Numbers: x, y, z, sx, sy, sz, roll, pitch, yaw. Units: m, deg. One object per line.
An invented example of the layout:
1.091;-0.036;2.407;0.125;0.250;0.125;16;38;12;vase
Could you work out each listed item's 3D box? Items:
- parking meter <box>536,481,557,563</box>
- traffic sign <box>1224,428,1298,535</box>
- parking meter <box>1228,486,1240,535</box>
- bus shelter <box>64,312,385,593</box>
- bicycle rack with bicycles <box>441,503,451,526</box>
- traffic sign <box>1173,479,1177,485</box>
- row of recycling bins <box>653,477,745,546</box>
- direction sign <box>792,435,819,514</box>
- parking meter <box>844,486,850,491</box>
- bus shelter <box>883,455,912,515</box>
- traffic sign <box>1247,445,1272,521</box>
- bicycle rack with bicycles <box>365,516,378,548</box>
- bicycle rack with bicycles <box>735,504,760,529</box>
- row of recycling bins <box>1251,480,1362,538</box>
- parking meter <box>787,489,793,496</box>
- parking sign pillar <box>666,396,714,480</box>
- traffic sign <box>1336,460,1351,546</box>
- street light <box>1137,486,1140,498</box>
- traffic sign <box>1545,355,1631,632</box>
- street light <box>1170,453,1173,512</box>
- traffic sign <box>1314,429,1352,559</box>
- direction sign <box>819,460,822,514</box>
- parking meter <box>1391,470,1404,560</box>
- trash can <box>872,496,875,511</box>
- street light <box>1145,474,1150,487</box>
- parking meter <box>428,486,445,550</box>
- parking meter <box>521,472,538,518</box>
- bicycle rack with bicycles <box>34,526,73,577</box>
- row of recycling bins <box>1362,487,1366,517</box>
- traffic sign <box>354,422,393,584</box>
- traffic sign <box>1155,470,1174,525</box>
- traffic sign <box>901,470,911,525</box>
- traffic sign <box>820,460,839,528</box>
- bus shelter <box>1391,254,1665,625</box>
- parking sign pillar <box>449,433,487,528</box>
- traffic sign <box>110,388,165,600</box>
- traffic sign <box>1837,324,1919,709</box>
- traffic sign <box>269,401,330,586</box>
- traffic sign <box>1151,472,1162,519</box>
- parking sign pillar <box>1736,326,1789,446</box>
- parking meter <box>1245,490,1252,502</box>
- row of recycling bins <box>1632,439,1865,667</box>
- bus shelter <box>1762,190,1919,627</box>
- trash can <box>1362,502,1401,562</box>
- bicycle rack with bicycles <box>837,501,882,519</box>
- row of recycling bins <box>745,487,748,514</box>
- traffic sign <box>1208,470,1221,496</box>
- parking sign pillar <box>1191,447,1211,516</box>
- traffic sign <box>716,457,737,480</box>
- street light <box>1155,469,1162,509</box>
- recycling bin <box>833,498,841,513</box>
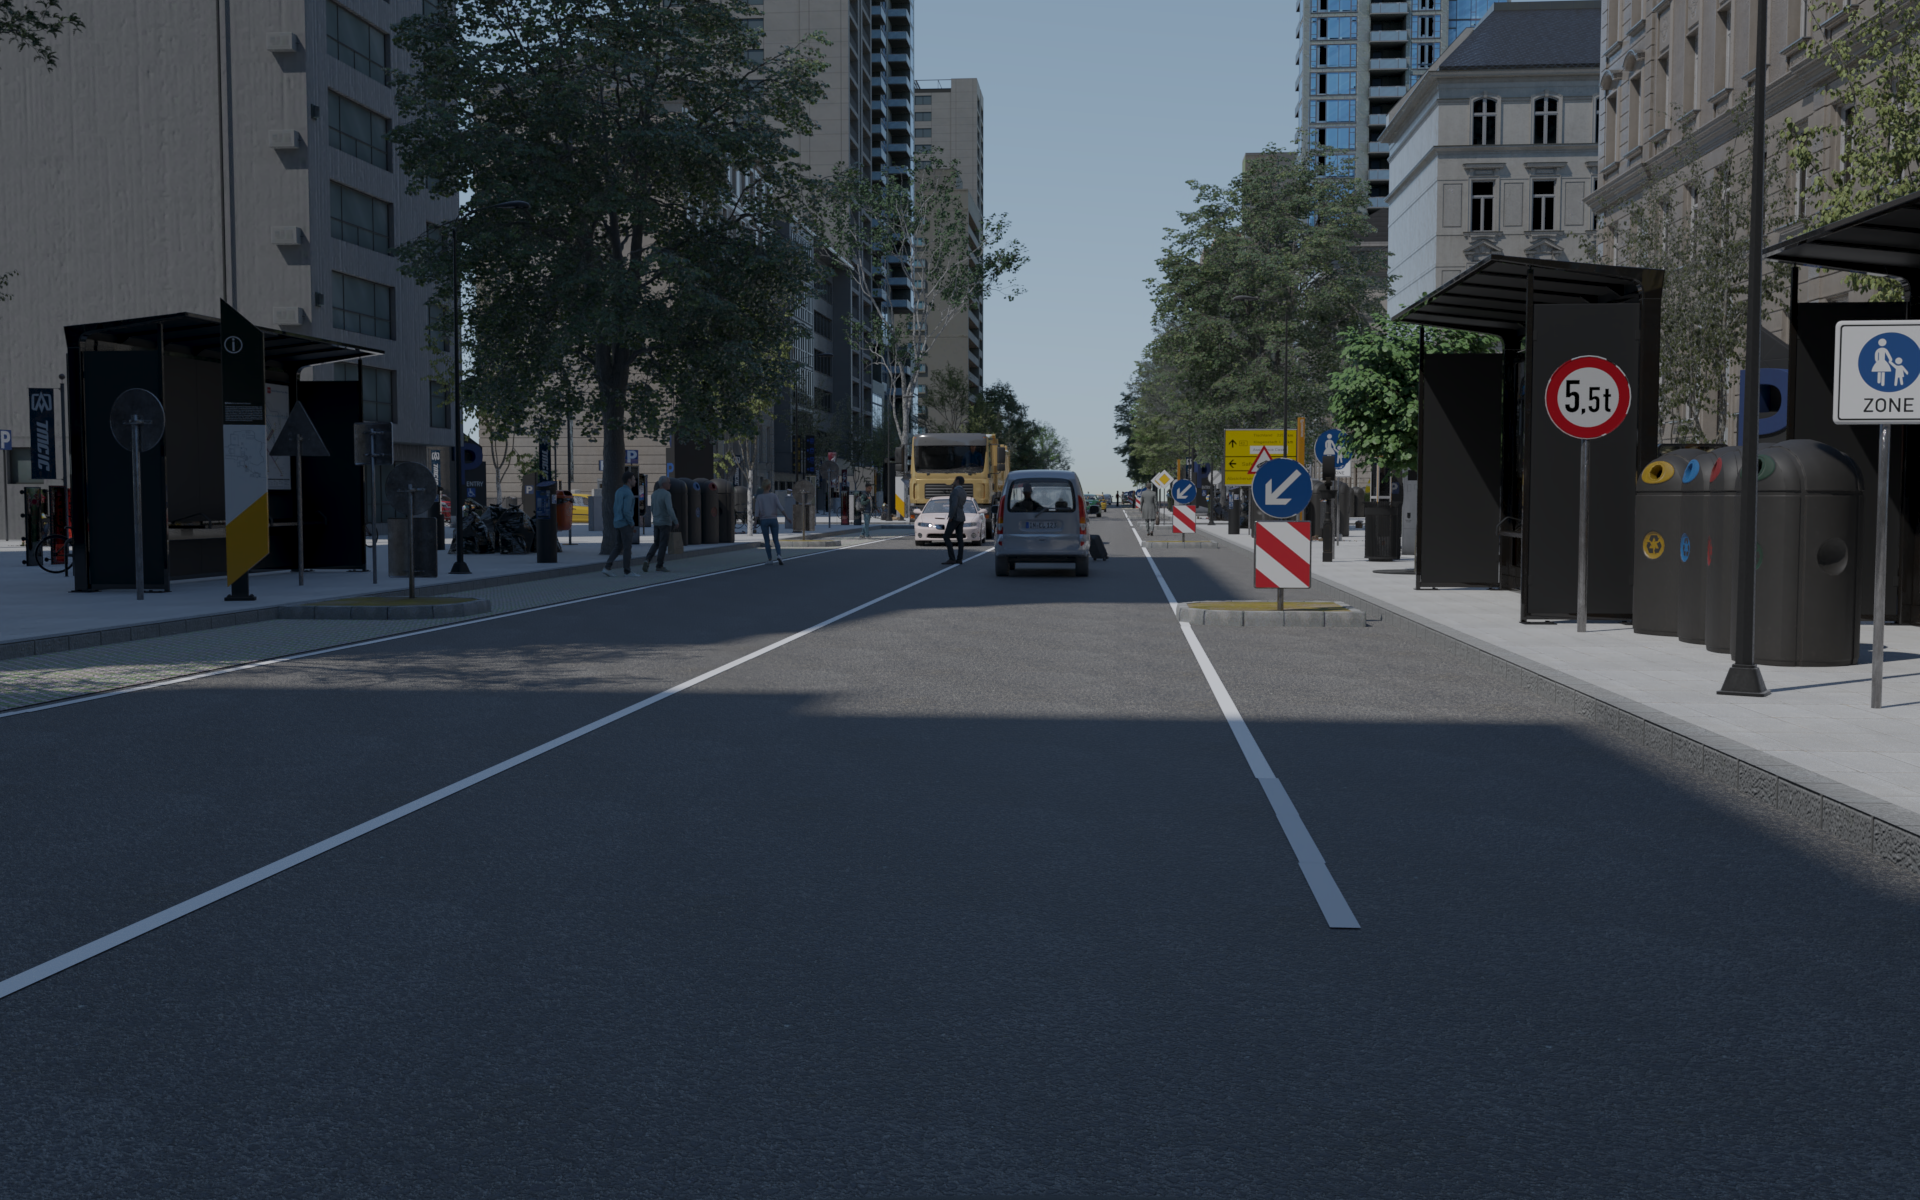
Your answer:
-7.706;-1.460;32.280;0.372;1.533;0.369;0;3;0;parking meter
9.351;-3.673;53.931;2.265;3.308;0.079;0;4;7;traffic sign
8.701;-2.847;54.963;0.372;1.533;0.369;0;3;0;parking meter
-10.555;-2.094;25.518;1.731;3.624;6.357;0;4;5;bus shelter
-21.719;-3.462;69.994;2.852;0.926;2.925;1;4;16;bicycle rack with bicycles
18.662;-9.106;148.981;0.768;2.556;0.104;1;4;14;traffic sign
-6.808;-2.271;44.242;1.069;1.692;3.534;1;4;18;row of recycling bins
-6.031;-4.576;66.812;0.876;3.537;0.379;0;4;6;direction sign
-7.713;-6.864;117.937;0.255;1.863;0.399;-3;4;-37;parking meter
-3.535;-7.116;107.626;1.731;3.624;6.357;0;4;5;bus shelter
8.094;-2.824;46.181;0.884;2.594;0.081;0;4;7;traffic sign
-15.665;-1.709;41.323;2.925;0.926;2.852;3;5;41;bicycle rack with bicycles
-8.575;-3.149;64.869;2.925;0.926;2.852;2;4;30;bicycle rack with bicycles
10.157;-2.705;51.342;3.534;1.692;1.069;-2;4;-31;row of recycling bins
-8.271;-4.669;84.742;0.372;1.533;0.369;0;3;0;parking meter
-7.349;-3.588;47.130;1.447;3.967;1.447;-3;5;-44;parking sign pillar
9.363;-2.492;42.868;0.606;2.300;0.079;1;4;14;traffic sign
24.090;-15.742;229.918;1.470;5.913;1.316;0;4;5;street light
5.775;-0.973;16.013;0.768;2.556;0.104;0;4;6;traffic sign
11.879;-7.420;93.863;1.470;5.913;1.316;0;4;5;street light
7.333;-2.073;34.006;0.768;2.556;0.104;1;4;9;traffic sign
-9.432;-7.476;114.232;0.876;3.537;0.379;2;4;32;direction sign
8.457;-1.726;33.930;0.399;1.863;0.255;0;4;-4;parking meter
-6.658;-7.164;128.784;0.748;1.137;0.748;0;3;0;trash can
17.248;-11.077;153.648;1.470;5.913;1.316;0;4;5;street light
-12.001;-1.912;39.675;0.372;1.533;0.369;0;3;0;parking meter
-11.386;-2.456;45.872;0.399;1.863;0.255;0;4;0;parking meter
-13.404;-0.895;28.015;2.925;0.926;2.852;-1;4;-12;bicycle rack with bicycles
22.144;-5.426;95.834;1.069;1.692;3.534;3;5;44;row of recycling bins
-8.364;-1.381;24.704;0.606;2.300;0.079;1;4;14;traffic sign
8.376;-4.122;71.031;0.795;2.450;0.064;0;4;5;traffic sign
-2.075;-4.180;71.983;0.795;2.450;0.064;0;4;5;traffic sign
-4.918;-3.983;65.220;0.768;2.556;0.104;1;4;12;traffic sign
6.322;-1.757;20.005;1.731;3.624;6.357;0;4;5;bus shelter
-18.754;-4.745;66.049;1.447;3.967;1.447;-3;5;-43;parking sign pillar
-9.943;-1.274;20.930;0.768;2.556;0.104;1;4;14;traffic sign
5.487;-0.500;10.302;0.606;2.300;0.079;0;4;7;traffic sign
-9.238;-1.481;24.214;0.884;2.594;0.081;0;4;6;traffic sign
9.088;-4.608;78.984;0.795;2.450;0.064;0;4;5;traffic sign
12.640;-2.337;26.679;1.447;3.967;1.447;-2;4;-26;parking sign pillar
15.080;-5.014;90.393;0.372;1.533;0.369;0;3;0;parking meter
6.544;-0.452;14.506;1.069;1.692;3.534;0;4;6;row of recycling bins
8.315;-1.383;13.890;1.731;3.624;6.357;0;4;5;bus shelter
8.000;-1.300;32.910;0.748;1.137;0.748;0;3;0;trash can
-5.020;-4.678;89.862;2.925;0.926;2.852;-2;4;-25;bicycle rack with bicycles
-11.364;-5.041;89.532;1.069;1.692;3.534;-1;4;-9;row of recycling bins
13.747;-5.704;93.359;0.768;2.556;0.104;1;4;14;traffic sign
14.012;-6.849;100.451;1.447;3.967;1.447;-3;4;-38;parking sign pillar
-8.100;-3.656;59.878;0.768;2.556;0.104;1;4;9;traffic sign
14.574;-9.232;123.485;1.470;5.913;1.316;0;4;5;street light
-7.978;-6.254;114.813;0.722;1.027;0.722;-1;4;-18;recycling bin
